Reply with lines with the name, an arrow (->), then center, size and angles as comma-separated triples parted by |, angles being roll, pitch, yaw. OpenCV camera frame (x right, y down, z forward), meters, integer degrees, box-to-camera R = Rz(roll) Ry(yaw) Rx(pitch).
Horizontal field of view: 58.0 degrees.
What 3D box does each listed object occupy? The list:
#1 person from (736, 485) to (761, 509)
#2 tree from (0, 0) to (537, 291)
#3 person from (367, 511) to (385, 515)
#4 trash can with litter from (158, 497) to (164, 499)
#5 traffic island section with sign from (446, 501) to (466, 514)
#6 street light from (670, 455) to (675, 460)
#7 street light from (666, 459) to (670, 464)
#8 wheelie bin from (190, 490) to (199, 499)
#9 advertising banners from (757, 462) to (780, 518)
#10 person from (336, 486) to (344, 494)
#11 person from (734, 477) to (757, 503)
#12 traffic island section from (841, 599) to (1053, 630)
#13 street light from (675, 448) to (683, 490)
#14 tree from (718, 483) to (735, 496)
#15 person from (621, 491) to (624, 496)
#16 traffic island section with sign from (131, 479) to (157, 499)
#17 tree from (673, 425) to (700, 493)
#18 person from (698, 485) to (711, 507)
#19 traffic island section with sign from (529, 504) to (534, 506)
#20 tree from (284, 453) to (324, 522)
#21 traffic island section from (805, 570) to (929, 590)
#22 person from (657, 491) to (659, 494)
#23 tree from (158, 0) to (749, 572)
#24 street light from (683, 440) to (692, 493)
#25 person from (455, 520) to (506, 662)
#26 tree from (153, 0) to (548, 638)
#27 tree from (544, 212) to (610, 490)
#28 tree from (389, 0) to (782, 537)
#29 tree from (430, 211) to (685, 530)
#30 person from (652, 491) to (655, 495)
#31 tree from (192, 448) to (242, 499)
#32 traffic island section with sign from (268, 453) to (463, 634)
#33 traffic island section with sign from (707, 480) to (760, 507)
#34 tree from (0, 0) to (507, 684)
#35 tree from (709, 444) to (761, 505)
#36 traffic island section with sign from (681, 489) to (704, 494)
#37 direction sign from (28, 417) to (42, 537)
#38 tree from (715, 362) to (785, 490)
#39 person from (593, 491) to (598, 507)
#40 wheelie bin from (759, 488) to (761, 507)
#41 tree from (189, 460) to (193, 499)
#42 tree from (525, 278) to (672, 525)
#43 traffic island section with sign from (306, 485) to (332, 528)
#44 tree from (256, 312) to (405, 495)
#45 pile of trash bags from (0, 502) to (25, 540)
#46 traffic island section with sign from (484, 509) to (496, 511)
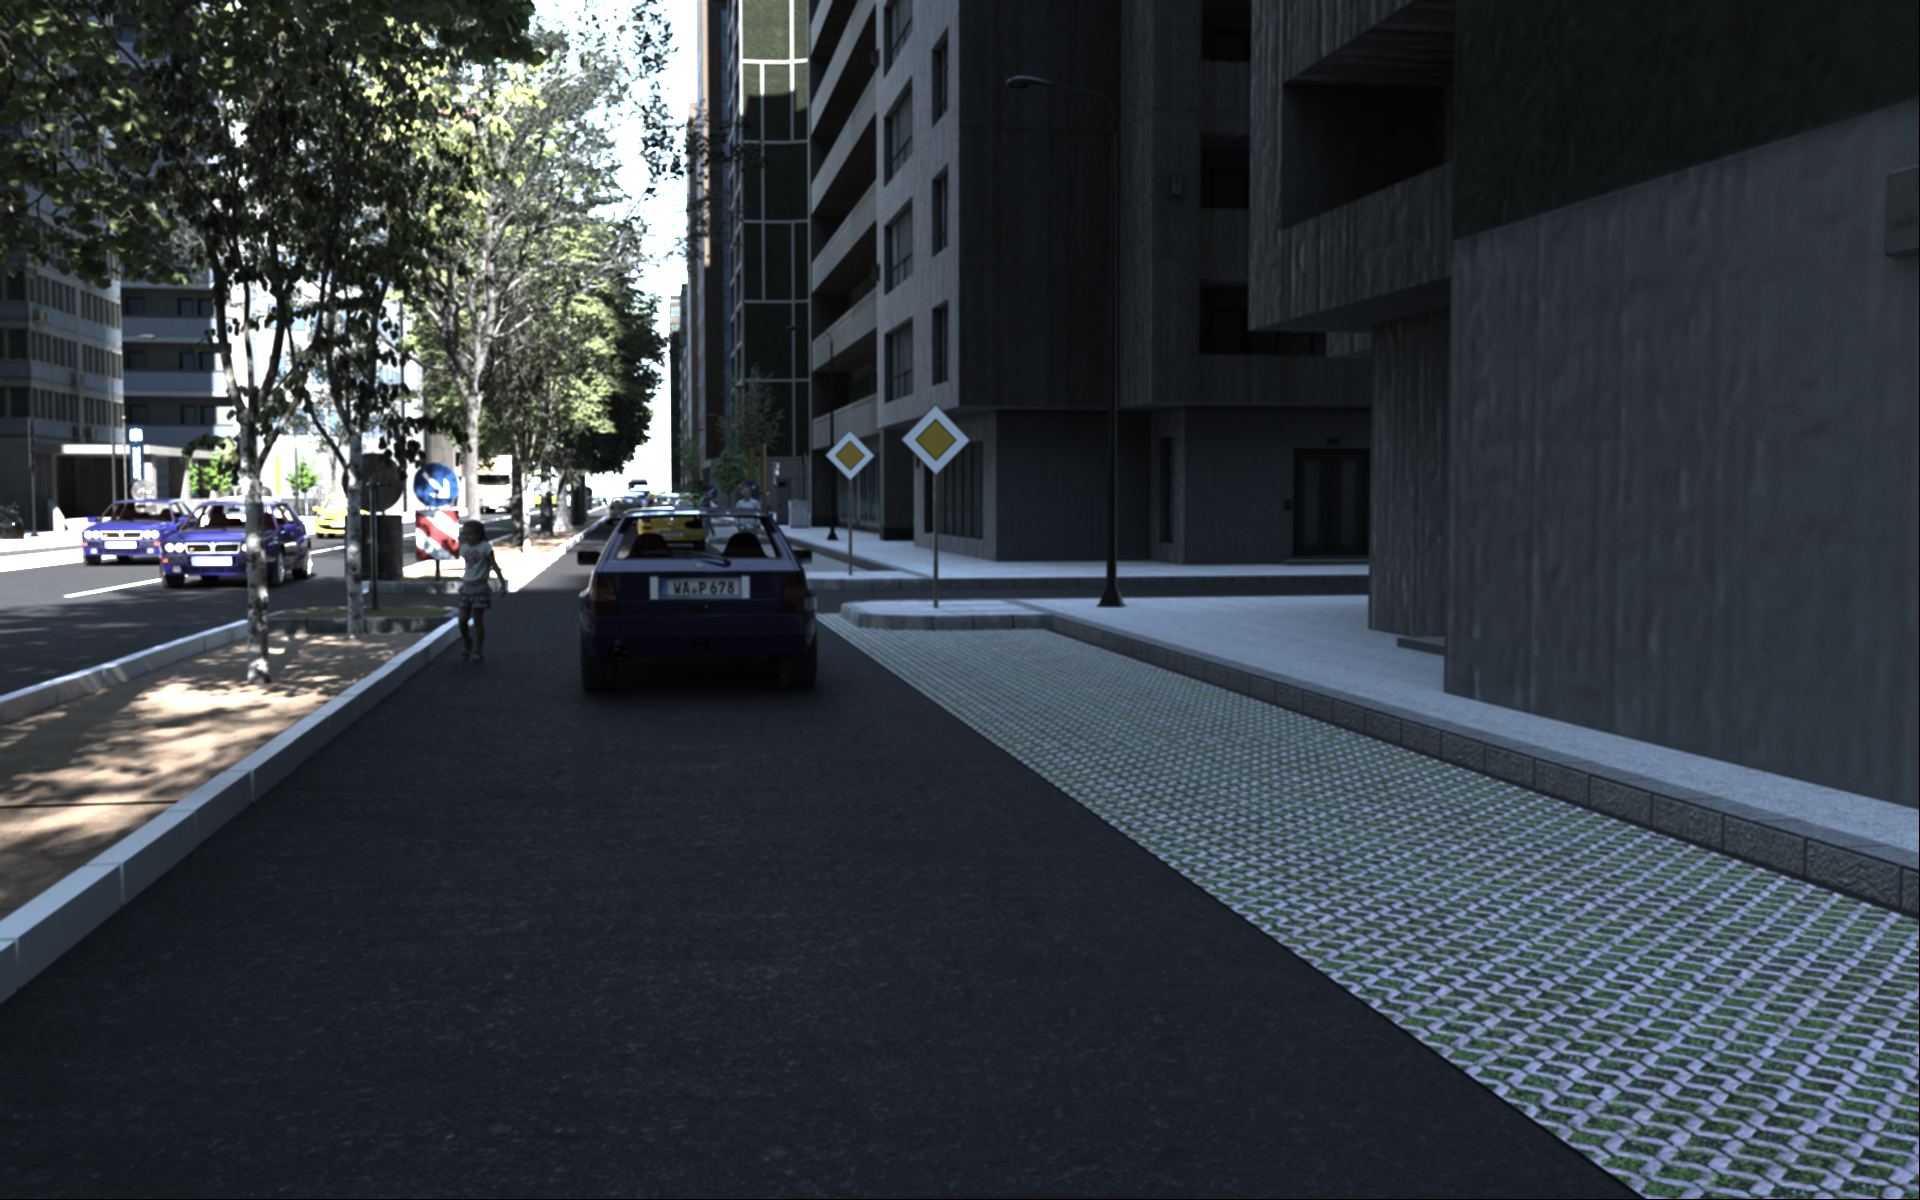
person -> -3.929, -1.333, 32.099 | 0.589, 1.601, 0.330 | 1, 4, 15
tree -> -4.166, -5.225, 6.010 | 7.486, 12.596, 7.792 | 0, 3, 0
person -> -10.397, -1.361, 30.933 | 0.473, 1.802, 0.592 | 0, 4, 2
trash can with litter -> -37.720, -4.355, 82.589 | 1.055, 1.170, 0.624 | -2, 4, -34
traffic island section with sign -> -36.131, -6.983, 122.805 | 1.989, 1.847, 2.006 | -1, 4, -10
street light -> -33.227, -14.204, 204.780 | 1.470, 5.913, 1.316 | -1, 4, -10
street light -> -38.278, -15.870, 232.016 | 1.470, 5.913, 1.316 | -1, 4, -10
wheelie bin -> -41.573, -5.281, 94.250 | 0.693, 1.594, 0.980 | -3, 4, -37
advertising banners -> -10.491, -5.966, 93.725 | 0.090, 3.025, 2.074 | 3, 5, 43
person -> -28.809, -4.405, 80.620 | 0.635, 1.810, 0.391 | -1, 4, -19
person -> -5.237, -2.100, 42.636 | 0.655, 1.846, 0.447 | -2, 4, -28
traffic island section -> -0.254, 0.167, 19.553 | 2.009, 0.180, 2.903 | -1, 4, -10
street light -> -27.954, -12.473, 176.469 | 1.470, 5.913, 1.316 | -1, 4, -10
tree -> -15.232, -7.242, 113.014 | 1.663, 3.219, 1.824 | 0, 3, 0
person -> -32.130, -9.526, 165.194 | 0.436, 1.711, 0.756 | 0, 4, 4
traffic island section with sign -> -21.926, -2.308, 46.367 | 1.989, 1.847, 2.006 | -1, 4, -10
tree -> -28.357, -14.273, 183.723 | 4.737, 8.622, 4.395 | 0, 3, 0
person -> -8.283, -2.899, 56.743 | 0.643, 1.720, 0.563 | -1, 4, -19
traffic island section with sign -> -56.018, -13.527, 229.787 | 1.989, 1.847, 2.006 | -1, 4, -10
tree -> -30.822, -5.289, 81.070 | 1.663, 3.219, 1.824 | 0, 3, 0
traffic island section -> -1.713, -0.313, 27.404 | 2.009, 0.180, 2.903 | -1, 4, -10
person -> -29.900, -9.957, 171.823 | 1.217, 1.766, 0.721 | 1, 4, 18
tree -> -9.134, -7.297, 32.129 | 12.009, 13.543, 11.850 | 0, 3, 0
street light -> -22.967, -10.836, 149.708 | 1.470, 5.913, 1.316 | -1, 4, -10
person -> -4.106, -0.085, 14.898 | 0.505, 1.210, 0.382 | 1, 4, 15
tree -> -6.071, -3.934, 17.135 | 4.737, 8.622, 4.395 | 0, 3, 0
tree -> -10.188, -5.362, 40.493 | 4.360, 8.622, 3.978 | 0, 3, 0
tree -> -12.526, -12.148, 56.961 | 12.611, 20.169, 13.585 | 0, 3, 0
tree -> -15.676, -9.086, 68.021 | 9.611, 12.733, 9.660 | 0, 3, 0
person -> -40.568, -13.501, 229.252 | 1.348, 1.823, 0.705 | 0, 4, -6
tree -> -28.020, -4.361, 65.908 | 1.663, 3.219, 1.824 | 0, 3, 0
traffic island section with sign -> -6.412, -0.643, 18.656 | 2.006, 1.907, 1.989 | -1, 4, -10
traffic island section with sign -> -6.227, -2.522, 49.860 | 1.989, 1.847, 2.006 | -1, 4, -10
tree -> -5.227, -3.655, 12.572 | 4.360, 8.622, 3.978 | 0, 3, 0
tree -> -13.920, -7.622, 108.339 | 4.285, 4.588, 4.351 | 0, 3, 0
traffic island section with sign -> -11.150, -4.143, 76.364 | 1.989, 1.847, 2.006 | -1, 4, -10
direction sign -> -27.440, -3.624, 51.254 | 0.379, 3.537, 0.876 | -1, 4, -20
tree -> -11.961, -8.988, 97.309 | 4.360, 8.622, 3.978 | 0, 3, 0
person -> -40.700, -11.311, 193.511 | 0.705, 1.814, 1.350 | -3, 4, -37
wheelie bin -> -11.154, -5.386, 95.969 | 0.693, 1.594, 0.980 | 2, 4, 34
tree -> -37.775, -5.552, 85.383 | 1.663, 3.219, 1.824 | 0, 3, 0
tree -> -17.427, -10.350, 78.327 | 9.857, 13.997, 8.962 | 0, 3, 0
traffic island section with sign -> -26.897, -3.947, 73.155 | 1.989, 1.847, 2.006 | -1, 4, -10
tree -> -31.858, -9.348, 87.252 | 8.767, 10.594, 7.601 | 0, 4, 5
pile of trash bags -> -28.044, -2.351, 48.189 | 3.447, 1.369, 1.912 | -3, 4, -39
traffic island section with sign -> -41.063, -8.604, 149.307 | 1.989, 1.847, 2.006 | -1, 4, -10
